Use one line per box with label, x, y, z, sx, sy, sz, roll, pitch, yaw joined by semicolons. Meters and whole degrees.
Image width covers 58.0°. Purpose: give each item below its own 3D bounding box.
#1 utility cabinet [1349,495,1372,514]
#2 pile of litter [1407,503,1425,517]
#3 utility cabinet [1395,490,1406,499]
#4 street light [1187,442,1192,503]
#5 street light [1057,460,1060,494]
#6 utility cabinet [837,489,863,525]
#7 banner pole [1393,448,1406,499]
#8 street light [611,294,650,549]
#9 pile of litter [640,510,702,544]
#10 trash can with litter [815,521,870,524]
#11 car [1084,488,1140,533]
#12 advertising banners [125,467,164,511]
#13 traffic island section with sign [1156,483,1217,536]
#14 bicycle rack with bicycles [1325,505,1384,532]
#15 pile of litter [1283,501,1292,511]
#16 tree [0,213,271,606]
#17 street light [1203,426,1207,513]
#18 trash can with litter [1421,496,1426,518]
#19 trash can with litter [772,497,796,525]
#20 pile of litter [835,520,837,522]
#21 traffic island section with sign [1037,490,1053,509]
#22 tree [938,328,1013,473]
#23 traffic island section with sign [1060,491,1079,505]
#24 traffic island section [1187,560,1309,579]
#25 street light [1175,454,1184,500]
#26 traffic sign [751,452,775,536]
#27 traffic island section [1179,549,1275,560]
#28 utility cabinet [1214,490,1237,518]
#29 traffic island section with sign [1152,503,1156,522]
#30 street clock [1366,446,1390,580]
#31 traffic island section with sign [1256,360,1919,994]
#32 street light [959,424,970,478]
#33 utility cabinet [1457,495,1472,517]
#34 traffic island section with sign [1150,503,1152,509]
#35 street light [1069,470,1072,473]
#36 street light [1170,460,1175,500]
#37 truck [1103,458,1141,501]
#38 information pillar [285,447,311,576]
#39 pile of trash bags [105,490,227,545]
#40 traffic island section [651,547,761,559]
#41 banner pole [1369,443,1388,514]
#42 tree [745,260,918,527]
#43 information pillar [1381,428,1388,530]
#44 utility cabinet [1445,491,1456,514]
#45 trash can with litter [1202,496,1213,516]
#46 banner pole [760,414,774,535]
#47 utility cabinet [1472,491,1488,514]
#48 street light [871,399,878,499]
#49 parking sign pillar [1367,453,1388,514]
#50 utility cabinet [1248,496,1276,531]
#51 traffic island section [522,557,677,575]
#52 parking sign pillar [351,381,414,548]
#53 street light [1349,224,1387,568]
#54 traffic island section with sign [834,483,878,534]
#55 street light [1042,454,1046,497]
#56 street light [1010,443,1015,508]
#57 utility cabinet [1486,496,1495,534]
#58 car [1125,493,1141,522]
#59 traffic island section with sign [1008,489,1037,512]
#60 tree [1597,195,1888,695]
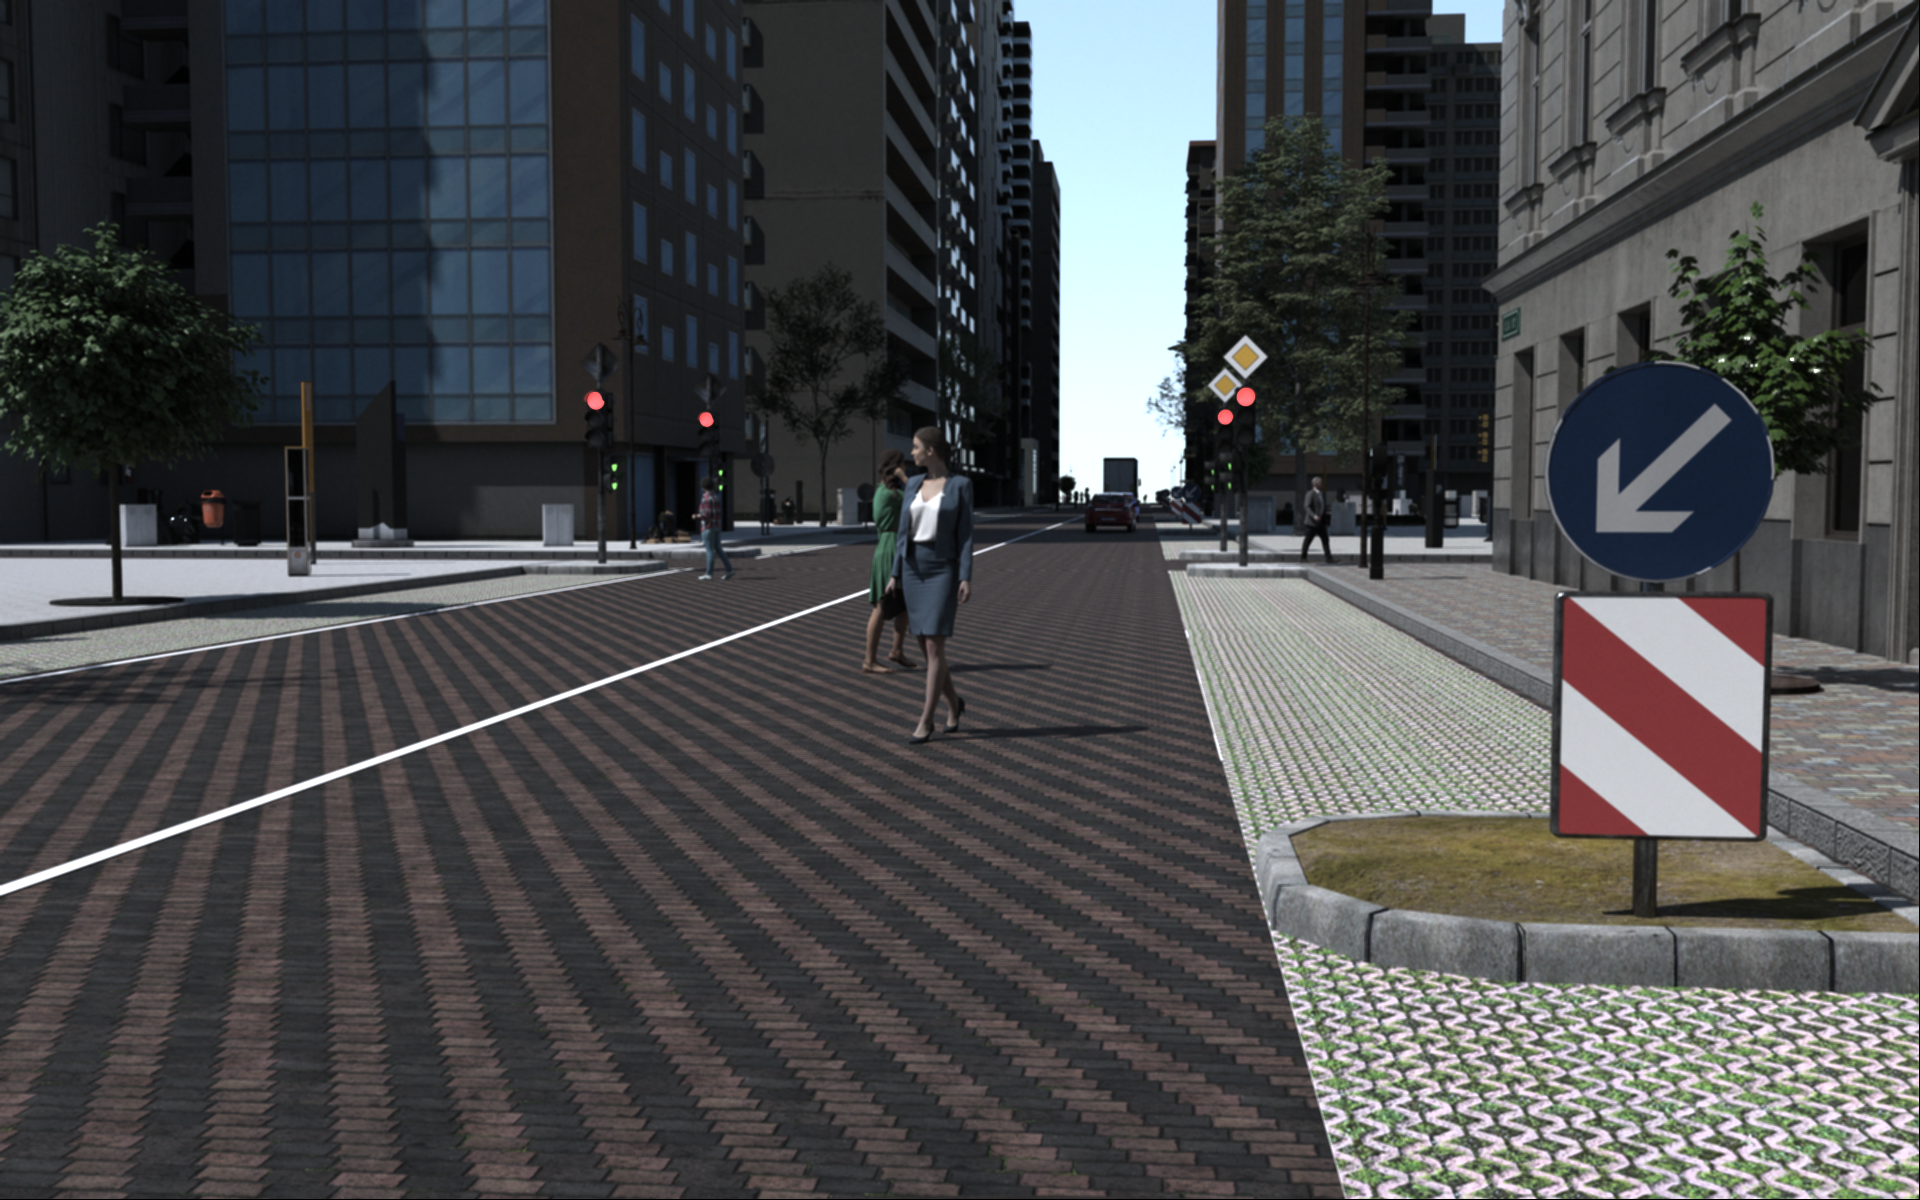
utility cabinet;18.229;-4.138;78.813;1.020;1.237;0.306;1;4;13
pile of litter;21.259;-4.135;81.570;1.719;0.858;1.176;1;4;18
utility cabinet;25.071;-5.507;98.716;0.318;1.500;1.173;2;4;29
street light;20.150;-10.966;152.086;0.468;5.910;1.993;0;4;6
street light;13.417;-16.119;236.326;0.468;5.910;1.993;0;4;6
utility cabinet;-4.481;-3.774;70.377;0.318;1.500;1.173;3;5;40
banner pole;23.627;-6.327;93.460;0.863;3.779;0.401;-1;4;-12
street light;-7.625;-4.126;40.244;0.468;5.910;1.993;0;4;6
pile of litter;-7.549;-1.920;45.360;1.719;0.858;1.176;-1;4;-17
trash can with litter;-5.099;-3.871;74.348;2.233;1.210;1.678;1;4;16
car;5.778;-3.489;66.083;2.155;1.783;4.494;0;4;8
advertising banners;-21.899;-3.072;46.410;0.090;3.025;2.074;0;4;2
traffic island section with sign;7.906;-3.154;60.196;1.989;1.847;2.006;0;4;6
bicycle rack with bicycles;12.872;-2.769;58.660;2.925;0.926;2.852;-3;5;-39
pile of litter;19.778;-5.441;102.926;1.176;0.858;1.719;3;5;43
tree;-10.052;-2.242;20.365;4.285;4.588;4.351;0;3;0
street light;16.303;-8.726;115.457;0.468;5.910;1.993;0;4;6
trash can with litter;20.976;-4.175;79.326;2.233;1.210;1.678;-2;4;-32
trash can with litter;-7.282;-3.665;71.312;1.055;1.170;0.624;2;4;30
pile of litter;-4.973;-3.942;78.414;1.176;0.858;1.719;-2;4;-33
traffic island section with sign;7.849;-9.613;165.804;1.989;1.847;2.006;0;4;6
tree;-0.580;-11.040;106.267;9.928;11.665;9.643;0;3;0
traffic island section with sign;13.745;-12.957;220.470;1.989;1.847;2.006;0;4;6
traffic island section;5.049;-0.517;30.732;2.009;0.180;2.903;0;4;6
street light;25.136;-13.752;197.625;0.468;5.910;1.993;0;4;6
traffic sign;-6.043;-3.237;53.029;0.768;2.556;0.104;1;4;10
traffic island section;5.907;-1.002;38.671;2.009;0.180;2.903;0;4;6
utility cabinet;14.191;-5.129;92.532;1.173;1.500;0.318;2;4;24
traffic island section with sign;10.873;-4.832;87.628;1.989;1.847;2.006;0;4;6
street clock;6.271;-1.311;26.010;0.358;2.002;0.471;0;4;8
traffic island section with sign;2.057;0.164;5.945;1.989;1.847;2.006;0;4;6
street light;0.175;-8.606;113.490;0.468;5.910;1.993;0;4;6
utility cabinet;27.869;-5.172;95.726;1.020;1.237;0.306;-3;5;-39
traffic island section with sign;16.337;-7.924;138.185;1.989;1.847;2.006;0;4;6
street light;17.494;-18.369;273.119;0.468;5.910;1.993;0;4;6
street light;28.997;-15.997;234.331;0.468;5.910;1.993;0;4;6
truck;12.969;-9.173;138.893;2.839;4.237;11.283;0;4;7
information pillar;-10.336;-1.380;27.050;0.304;2.012;0.304;-1;4;-11
pile of trash bags;-19.928;-2.089;43.900;3.447;1.369;1.912;2;4;24
traffic island section;-5.766;-1.080;39.933;2.009;0.180;2.903;0;4;6
banner pole;18.142;-5.206;75.135;0.863;3.779;0.401;-1;4;-9
tree;-5.192;-8.182;68.185;8.767;10.594;7.601;2;4;32
information pillar;15.178;-4.317;61.934;0.183;3.616;0.504;0;4;3
utility cabinet;31.058;-6.178;109.693;0.318;1.500;1.173;3;4;36
trash can with litter;14.159;-5.360;99.030;0.624;1.170;1.055;0;4;8
banner pole;-6.052;-3.894;53.689;0.401;3.779;0.863;1;4;15
utility cabinet;32.320;-6.058;107.726;1.173;1.500;0.318;-3;4;-38
street light;-3.819;-6.366;76.877;0.468;5.910;1.993;0;4;6
parking sign pillar;24.647;-6.982;102.635;1.447;3.967;1.447;1;4;22
utility cabinet;10.597;-3.040;60.864;1.020;1.237;0.306;3;5;40
traffic island section;-6.624;-0.594;31.994;2.009;0.180;2.903;0;4;6
parking sign pillar;-13.927;-3.255;41.687;1.447;3.967;1.447;2;4;33
street light;7.027;-3.498;29.986;0.468;5.910;1.993;0;4;6
traffic island section with sign;-3.376;-3.266;62.027;1.989;1.847;2.006;0;4;6
street light;9.633;-13.878;199.690;0.468;5.910;1.993;0;4;6
street light;4.623;-11.086;154.038;0.468;5.910;1.993;0;4;6
utility cabinet;17.633;-2.768;56.416;1.020;1.237;0.306;-2;4;-25
car;8.601;-5.021;91.683;1.945;1.707;3.694;0;4;4
traffic island section with sign;4.907;-7.952;138.642;1.989;1.847;2.006;0;4;6
tree;5.146;-1.022;11.319;1.663;3.219;1.824;0;3;0
